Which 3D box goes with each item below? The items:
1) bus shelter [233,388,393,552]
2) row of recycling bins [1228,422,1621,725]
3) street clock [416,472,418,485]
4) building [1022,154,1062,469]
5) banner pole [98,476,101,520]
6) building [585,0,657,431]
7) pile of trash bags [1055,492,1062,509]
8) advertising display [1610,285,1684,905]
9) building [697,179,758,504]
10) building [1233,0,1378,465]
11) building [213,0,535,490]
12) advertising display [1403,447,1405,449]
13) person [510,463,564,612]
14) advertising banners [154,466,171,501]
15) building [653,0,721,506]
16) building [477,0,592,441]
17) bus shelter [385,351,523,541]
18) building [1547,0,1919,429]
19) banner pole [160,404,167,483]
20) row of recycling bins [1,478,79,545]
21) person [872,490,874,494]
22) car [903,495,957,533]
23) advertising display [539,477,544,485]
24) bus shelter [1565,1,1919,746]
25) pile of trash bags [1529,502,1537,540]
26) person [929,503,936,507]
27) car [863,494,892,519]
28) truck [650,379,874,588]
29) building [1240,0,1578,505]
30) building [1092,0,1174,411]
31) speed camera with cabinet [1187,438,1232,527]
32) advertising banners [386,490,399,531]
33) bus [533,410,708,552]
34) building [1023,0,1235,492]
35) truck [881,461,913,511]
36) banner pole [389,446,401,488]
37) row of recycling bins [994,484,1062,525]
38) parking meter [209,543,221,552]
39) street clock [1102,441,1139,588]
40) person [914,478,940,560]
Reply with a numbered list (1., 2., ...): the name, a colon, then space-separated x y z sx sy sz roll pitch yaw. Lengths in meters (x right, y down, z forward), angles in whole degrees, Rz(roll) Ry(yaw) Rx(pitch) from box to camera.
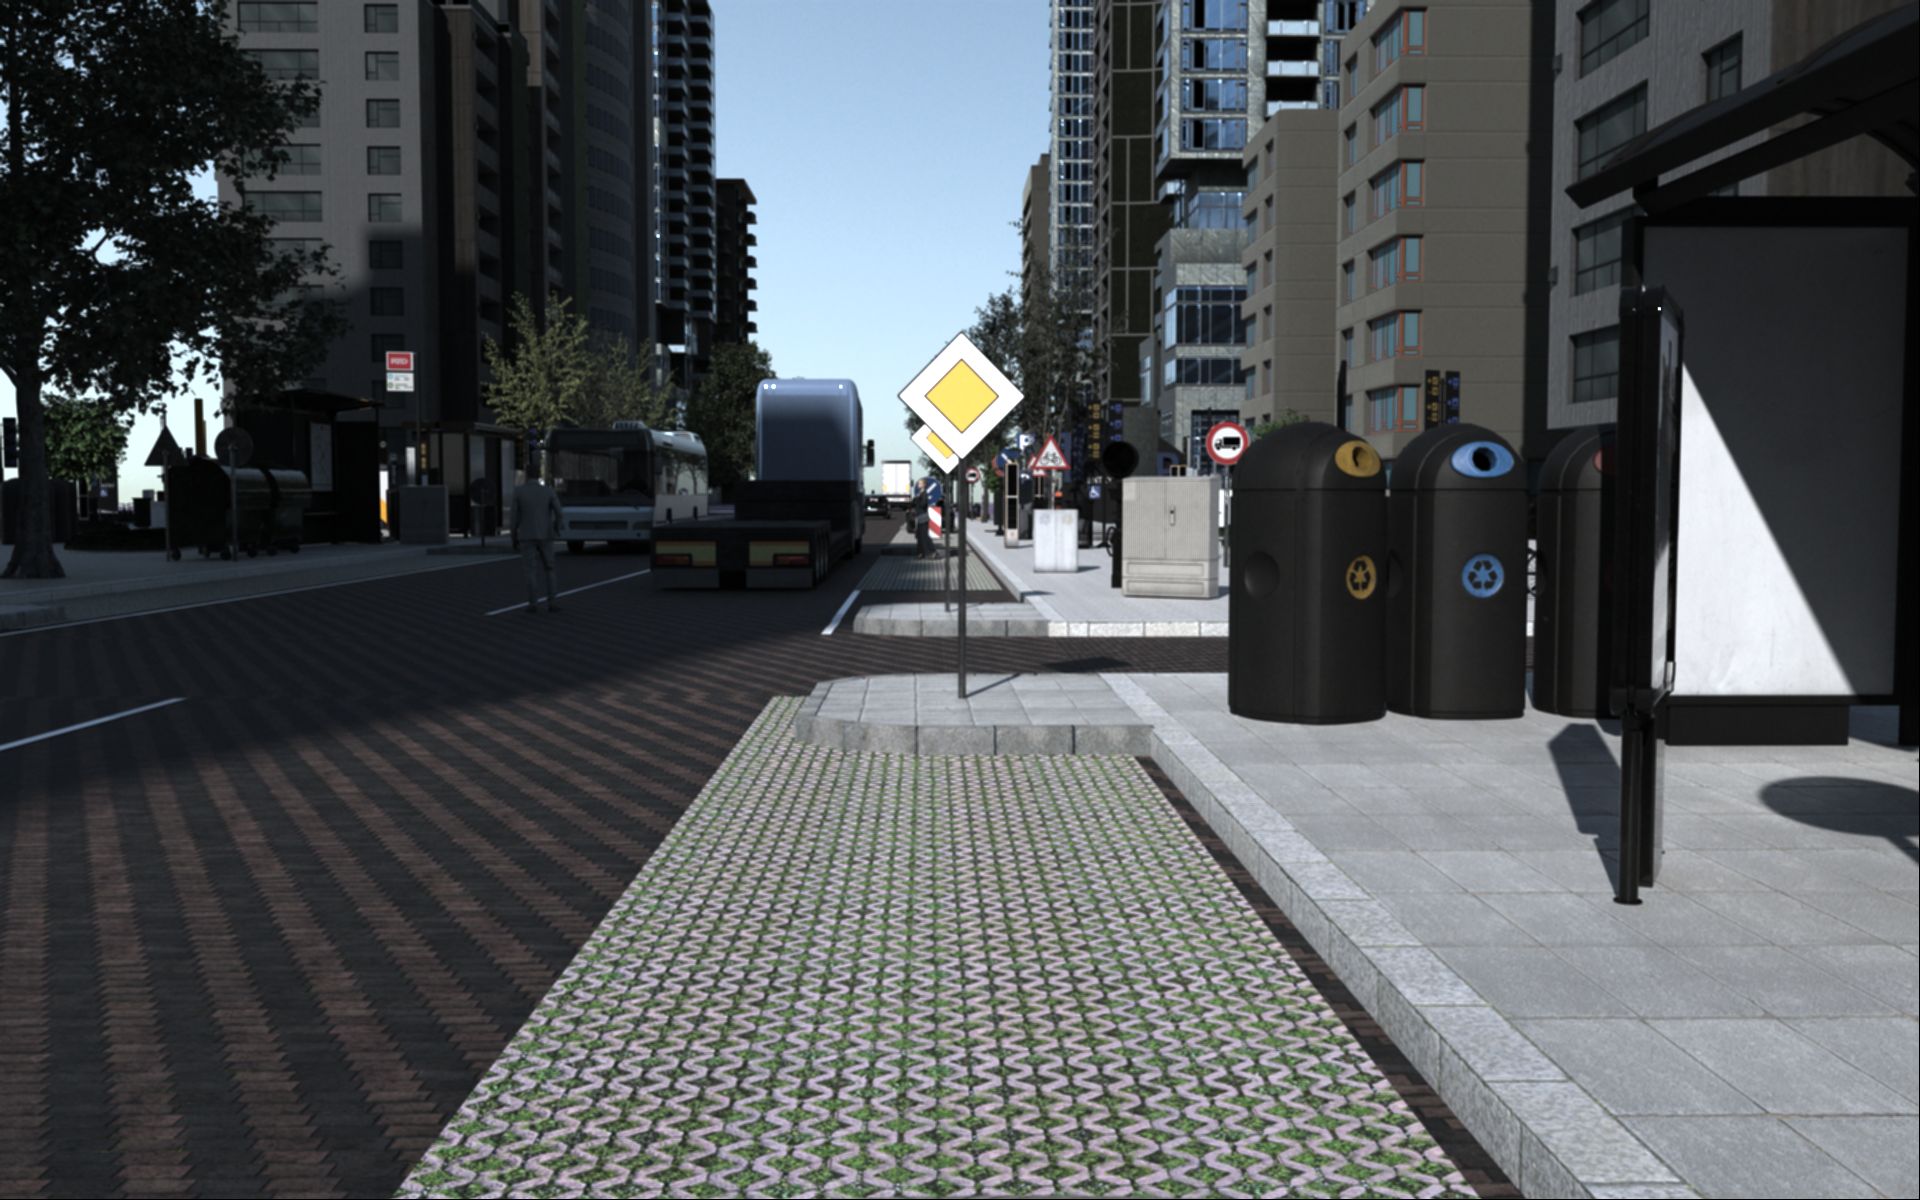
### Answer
1. bus shelter: -15.329 -3.066 41.420 1.731 3.624 6.357 0 4 -1
2. row of recycling bins: 3.330 -0.185 10.142 3.534 1.692 1.069 0 4 -5
3. street clock: -17.579 -3.138 55.880 0.358 2.002 0.471 -1 4 -23
4. building: 19.956 -37.852 242.584 21.300 48.544 21.600 0 4 -1
5. banner pole: -36.474 -5.102 73.438 0.401 3.779 0.863 -1 4 -19
6. building: -36.749 -36.338 136.119 21.231 58.520 28.212 0 4 -1
7. pile of trash bags: 4.634 -3.593 68.502 1.912 1.369 3.447 2 4 30
8. advertising display: 2.287 -0.034 5.764 0.123 1.923 0.974 2 4 26
9. building: -39.153 -35.449 234.209 22.147 44.769 28.867 0 4 -1
10. building: 22.263 -49.440 121.015 22.319 86.520 31.000 0 4 -1
11. building: -33.480 -20.130 100.831 14.160 30.474 14.107 0 4 -1
12. advertising display: 6.280 -1.165 24.264 0.123 1.923 0.974 1 4 18
13. person: -5.157 -0.765 21.108 0.635 1.810 0.391 -2 4 -24
14. advertising banners: -41.999 -5.795 90.934 0.090 3.025 2.074 1 4 18
15. building: -39.343 -54.439 202.755 22.319 86.520 31.000 0 4 -1
16. building: -33.001 -26.396 115.176 14.154 41.232 14.086 0 4 -1
17. bus shelter: -15.057 -4.508 51.334 2.179 5.291 8.768 0 4 -1
18. building: 21.499 -16.126 35.362 14.107 30.474 14.160 0 4 -1
19. banner pole: -22.136 -3.558 48.189 0.401 3.779 0.863 -2 4 -35
20. row of recycling bins: -24.080 -2.344 45.434 1.069 1.692 3.534 0 4 -7
21. person: -6.507 -7.385 129.963 1.217 1.735 0.721 0 4 6
22. car: -1.107 -3.314 63.966 2.009 1.686 4.222 0 4 -2
23. advertising display: -15.544 -3.707 65.821 0.974 1.923 0.123 -1 4 -16
24. bus shelter: 4.179 -0.756 6.286 2.014 3.302 5.546 0 4 -1
25. pile of trash bags: 15.063 -2.369 48.493 3.447 1.369 1.912 0 4 4
26. person: -1.005 -2.601 53.629 0.523 1.515 0.503 -1 4 -21
27. car: -4.904 -5.474 99.291 2.009 1.686 4.222 0 4 1
28. truck: -3.484 -2.749 34.700 2.967 4.110 18.799 0 4 -1
29. building: 28.217 -13.930 72.797 27.650 21.520 28.899 0 4 -1
30. building: 20.301 -43.401 147.853 20.563 71.187 20.611 0 4 -1
31. speed camera with cabinet: 8.731 -4.063 60.768 2.038 3.252 0.660 1 4 18
32. advertising banners: -19.842 -3.945 60.695 2.074 3.025 0.090 0 4 1
33. bus: -8.669 -3.129 46.012 2.948 3.499 13.247 0 4 -2
34. building: 19.846 -55.189 215.003 22.319 86.520 31.000 0 4 -1
35. truck: -5.481 -9.902 150.814 2.839 4.237 11.283 0 4 -1
36. banner pole: -29.193 -6.099 89.729 0.863 3.779 0.401 1 4 15
37. row of recycling bins: 3.146 -3.930 71.374 3.534 1.692 1.069 0 4 3
38. parking meter: -16.442 -1.984 38.146 0.255 1.863 0.399 -1 4 -23
39. street clock: 2.187 -1.169 23.679 0.471 2.002 0.358 1 4 17
40. person: -0.757 -1.748 37.509 0.534 1.772 0.576 -2 4 -24
